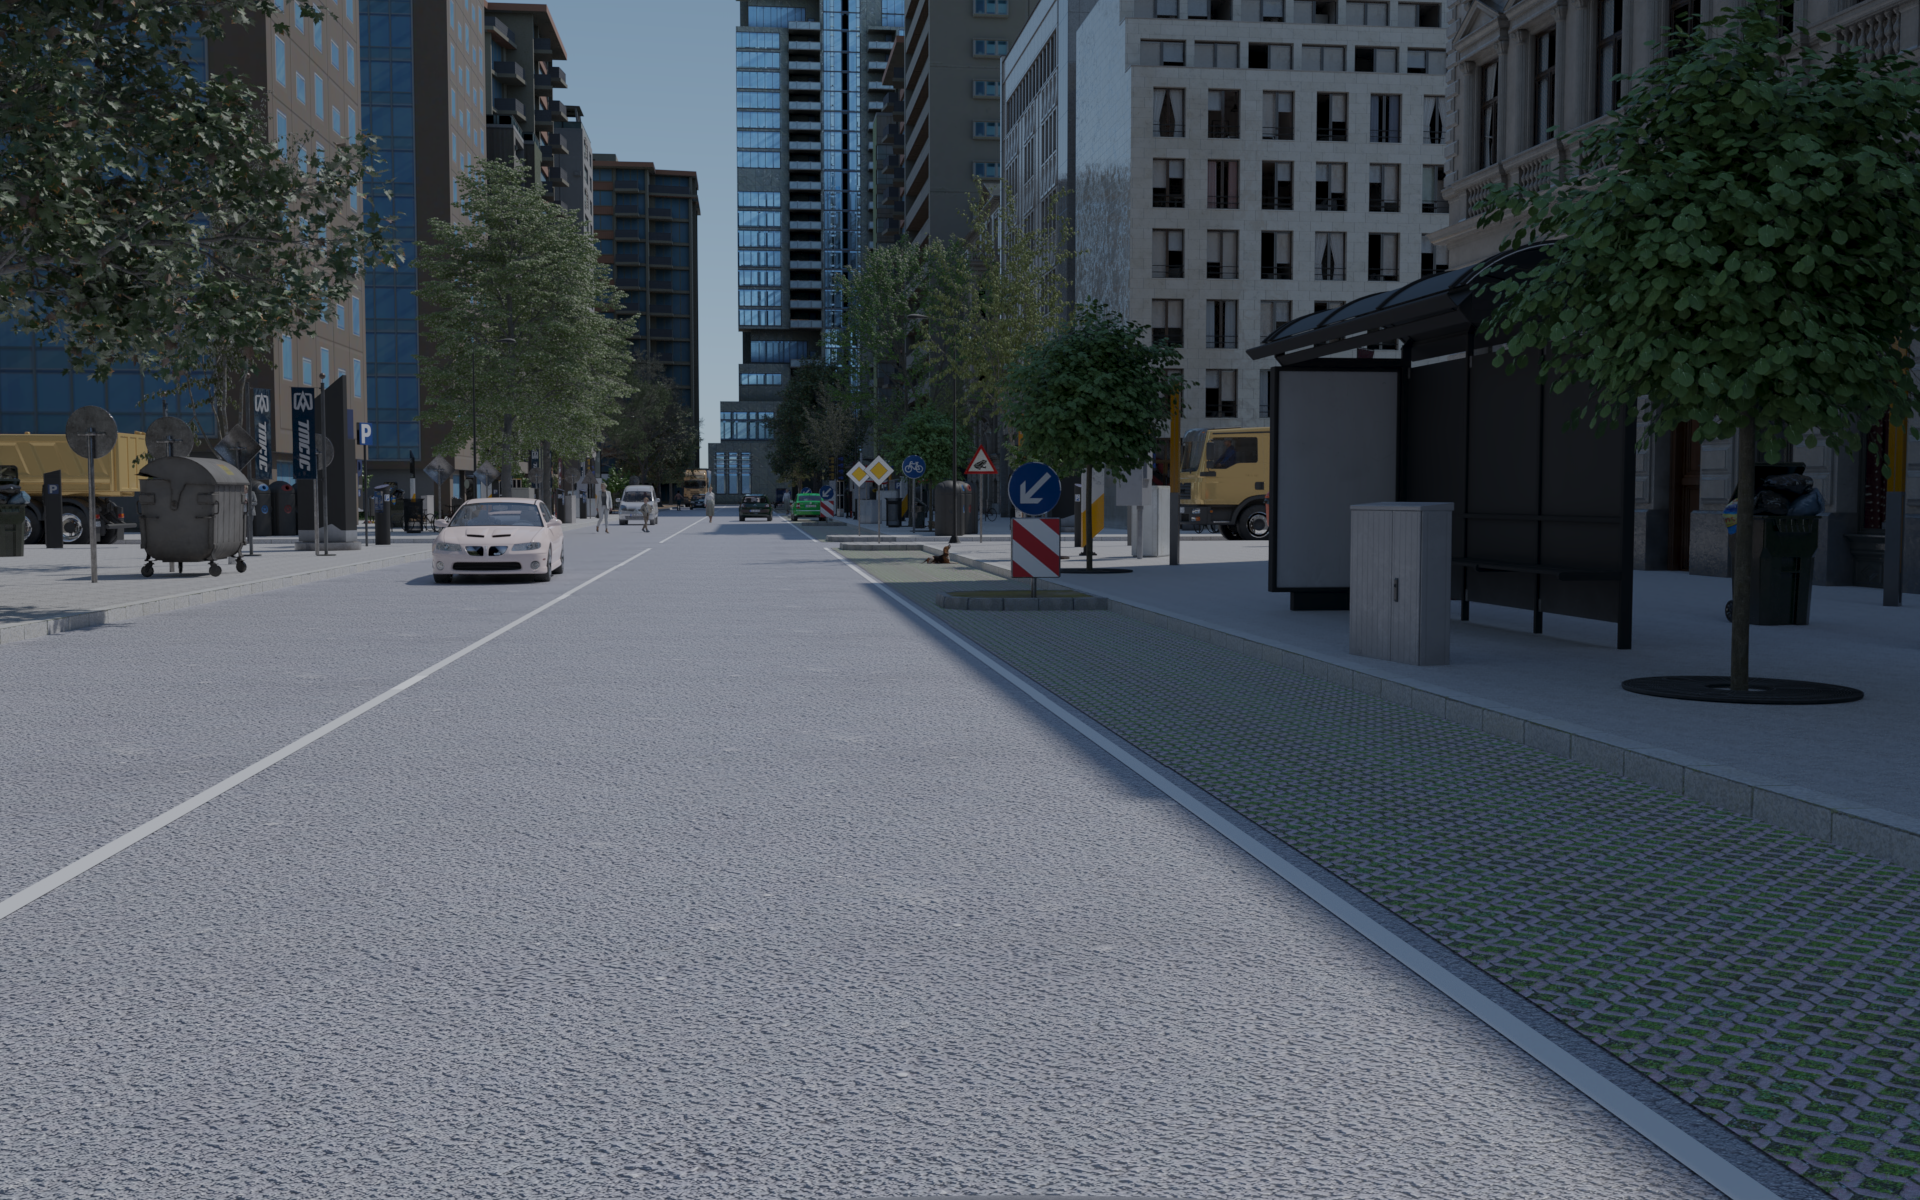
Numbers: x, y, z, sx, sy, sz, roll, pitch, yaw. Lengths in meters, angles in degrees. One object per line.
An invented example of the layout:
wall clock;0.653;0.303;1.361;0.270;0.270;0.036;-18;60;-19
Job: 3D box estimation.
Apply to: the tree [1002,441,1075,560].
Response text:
tree;1.547;-2.428;34.298;1.663;3.219;1.824;0;3;0

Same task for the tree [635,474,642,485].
tree;-24.692;-8.203;128.728;1.663;3.219;1.824;0;3;0

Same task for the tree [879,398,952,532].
tree;-0.942;-4.610;59.090;4.285;4.588;4.351;0;3;0

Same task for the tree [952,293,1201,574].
tree;2.220;-2.735;28.432;4.285;4.588;4.351;0;3;0

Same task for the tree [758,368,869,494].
tree;-13.641;-15.339;161.157;12.009;13.543;11.850;0;3;0

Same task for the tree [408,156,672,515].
tree;-15.125;-8.604;58.798;7.486;12.596;7.792;0;3;0

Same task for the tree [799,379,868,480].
tree;-8.253;-10.080;115.165;4.360;8.622;3.978;0;3;0

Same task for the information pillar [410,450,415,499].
information pillar;-28.951;-6.130;91.586;0.183;3.616;0.504;-3;4;-38

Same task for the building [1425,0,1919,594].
building;16.265;-12.184;28.095;11.050;23.489;19.941;0;4;-7

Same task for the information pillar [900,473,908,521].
information pillar;-2.649;-5.501;81.294;0.183;3.616;0.504;3;4;36

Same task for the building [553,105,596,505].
building;-46.178;-30.594;183.813;14.086;41.232;14.154;0;4;-7

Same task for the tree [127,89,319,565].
tree;-13.457;-4.962;31.483;4.360;8.622;3.978;0;3;0

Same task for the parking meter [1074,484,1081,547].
parking meter;2.958;-2.051;41.949;0.372;1.533;0.369;0;3;0

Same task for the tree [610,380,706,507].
tree;-30.413;-15.719;174.010;9.611;12.733;9.660;0;3;0

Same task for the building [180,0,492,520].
building;-36.331;-27.707;103.120;14.600;45.320;14.200;0;4;-7

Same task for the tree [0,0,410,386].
tree;-11.319;-6.197;18.328;9.611;12.733;9.660;0;3;0

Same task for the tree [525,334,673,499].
tree;-21.049;-10.113;99.755;8.767;10.594;7.601;-3;5;-39

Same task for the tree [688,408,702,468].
tree;-33.918;-17.372;202.164;7.486;12.596;7.792;0;3;0

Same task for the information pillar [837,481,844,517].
information pillar;-6.690;-5.651;96.879;0.304;2.012;0.304;-3;4;-37

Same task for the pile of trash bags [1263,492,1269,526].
pile of trash bags;8.939;-2.058;43.409;3.447;1.369;1.912;-3;4;-36

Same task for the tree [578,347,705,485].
tree;-26.200;-14.232;143.071;12.009;13.543;11.850;0;3;0

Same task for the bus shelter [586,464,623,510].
bus shelter;-24.177;-7.583;117.901;2.014;3.302;5.546;0;4;-7

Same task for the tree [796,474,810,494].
tree;-18.744;-15.499;203.765;4.737;8.622;4.395;0;3;0

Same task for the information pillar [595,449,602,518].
information pillar;-18.976;-6.092;90.958;0.183;3.616;0.504;-3;5;-44

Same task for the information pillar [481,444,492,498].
information pillar;-21.490;-5.331;78.515;0.504;3.616;0.183;-3;5;-41

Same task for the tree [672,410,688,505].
tree;-16.471;-9.316;70.442;7.486;12.596;7.792;0;3;0

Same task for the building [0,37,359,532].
building;-30.605;-25.250;62.953;14.600;45.320;14.200;0;4;-7

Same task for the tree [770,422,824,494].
tree;-17.496;-16.860;193.794;7.486;12.596;7.792;0;3;0

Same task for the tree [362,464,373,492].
tree;-32.084;-5.989;92.514;1.663;3.219;1.824;0;3;0

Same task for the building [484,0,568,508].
building;-46.381;-30.458;152.605;22.147;44.769;28.867;0;4;-7

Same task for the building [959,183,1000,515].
building;7.339;-17.925;112.162;14.460;24.649;34.723;0;4;-7

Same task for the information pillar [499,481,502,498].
information pillar;-24.885;-5.479;94.074;0.304;2.012;0.304;-1;4;-18

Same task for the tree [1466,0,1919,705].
tree;5.097;-1.670;11.022;4.285;4.588;4.351;0;3;0

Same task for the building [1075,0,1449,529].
building;13.779;-13.034;67.865;16.860;20.320;10.420;0;4;-7

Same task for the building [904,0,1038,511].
building;7.044;-31.652;141.211;21.300;48.544;21.600;0;4;-7

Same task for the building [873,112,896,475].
building;-2.589;-30.951;189.641;14.154;41.232;14.086;0;4;-7

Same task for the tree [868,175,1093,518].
tree;1.193;-5.454;39.531;4.737;8.622;4.395;0;3;0

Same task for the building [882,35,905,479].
building;3.975;-31.322;166.745;22.147;44.769;28.867;0;4;-7

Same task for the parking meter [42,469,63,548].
parking meter;-21.464;-2.156;40.958;0.399;1.863;0.255;-2;4;-34

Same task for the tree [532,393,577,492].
tree;-28.189;-10.378;120.050;4.737;8.622;4.395;0;3;0

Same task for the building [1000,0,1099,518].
building;9.347;-16.324;84.923;12.078;24.808;19.932;0;4;-7

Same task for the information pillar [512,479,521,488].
information pillar;-21.355;-4.833;83.515;0.304;2.012;0.304;3;4;37

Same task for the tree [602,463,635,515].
tree;-21.878;-6.990;108.894;1.663;3.219;1.824;0;3;0

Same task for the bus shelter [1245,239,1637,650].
bus shelter;4.484;-1.384;16.546;2.014;3.302;5.546;0;4;-7

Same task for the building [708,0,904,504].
building;-17.625;-55.997;228.214;31.000;86.520;22.319;0;4;-7

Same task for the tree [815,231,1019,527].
tree;-1.719;-8.666;67.448;9.928;11.665;9.643;0;3;0

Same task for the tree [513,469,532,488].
tree;-29.327;-7.342;114.646;1.663;3.219;1.824;0;3;0

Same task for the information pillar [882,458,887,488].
information pillar;-4.704;-7.079;107.092;0.183;3.616;0.504;-3;5;-39

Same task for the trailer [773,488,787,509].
trailer;-17.691;-10.030;171.032;1.471;1.999;3.904;-1;4;-8

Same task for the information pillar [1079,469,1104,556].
information pillar;2.751;-2.733;36.044;0.504;3.616;0.183;-1;4;-15

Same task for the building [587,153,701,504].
building;-48.320;-34.898;225.206;28.867;44.769;22.147;0;4;-7

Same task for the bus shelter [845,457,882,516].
bus shelter;-5.404;-6.397;98.516;2.014;3.302;5.546;0;4;-7

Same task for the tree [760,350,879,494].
tree;-11.313;-13.533;138.279;9.611;12.733;9.660;0;3;0

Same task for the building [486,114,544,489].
building;-39.521;-22.000;131.406;14.160;30.474;14.107;0;4;-7
